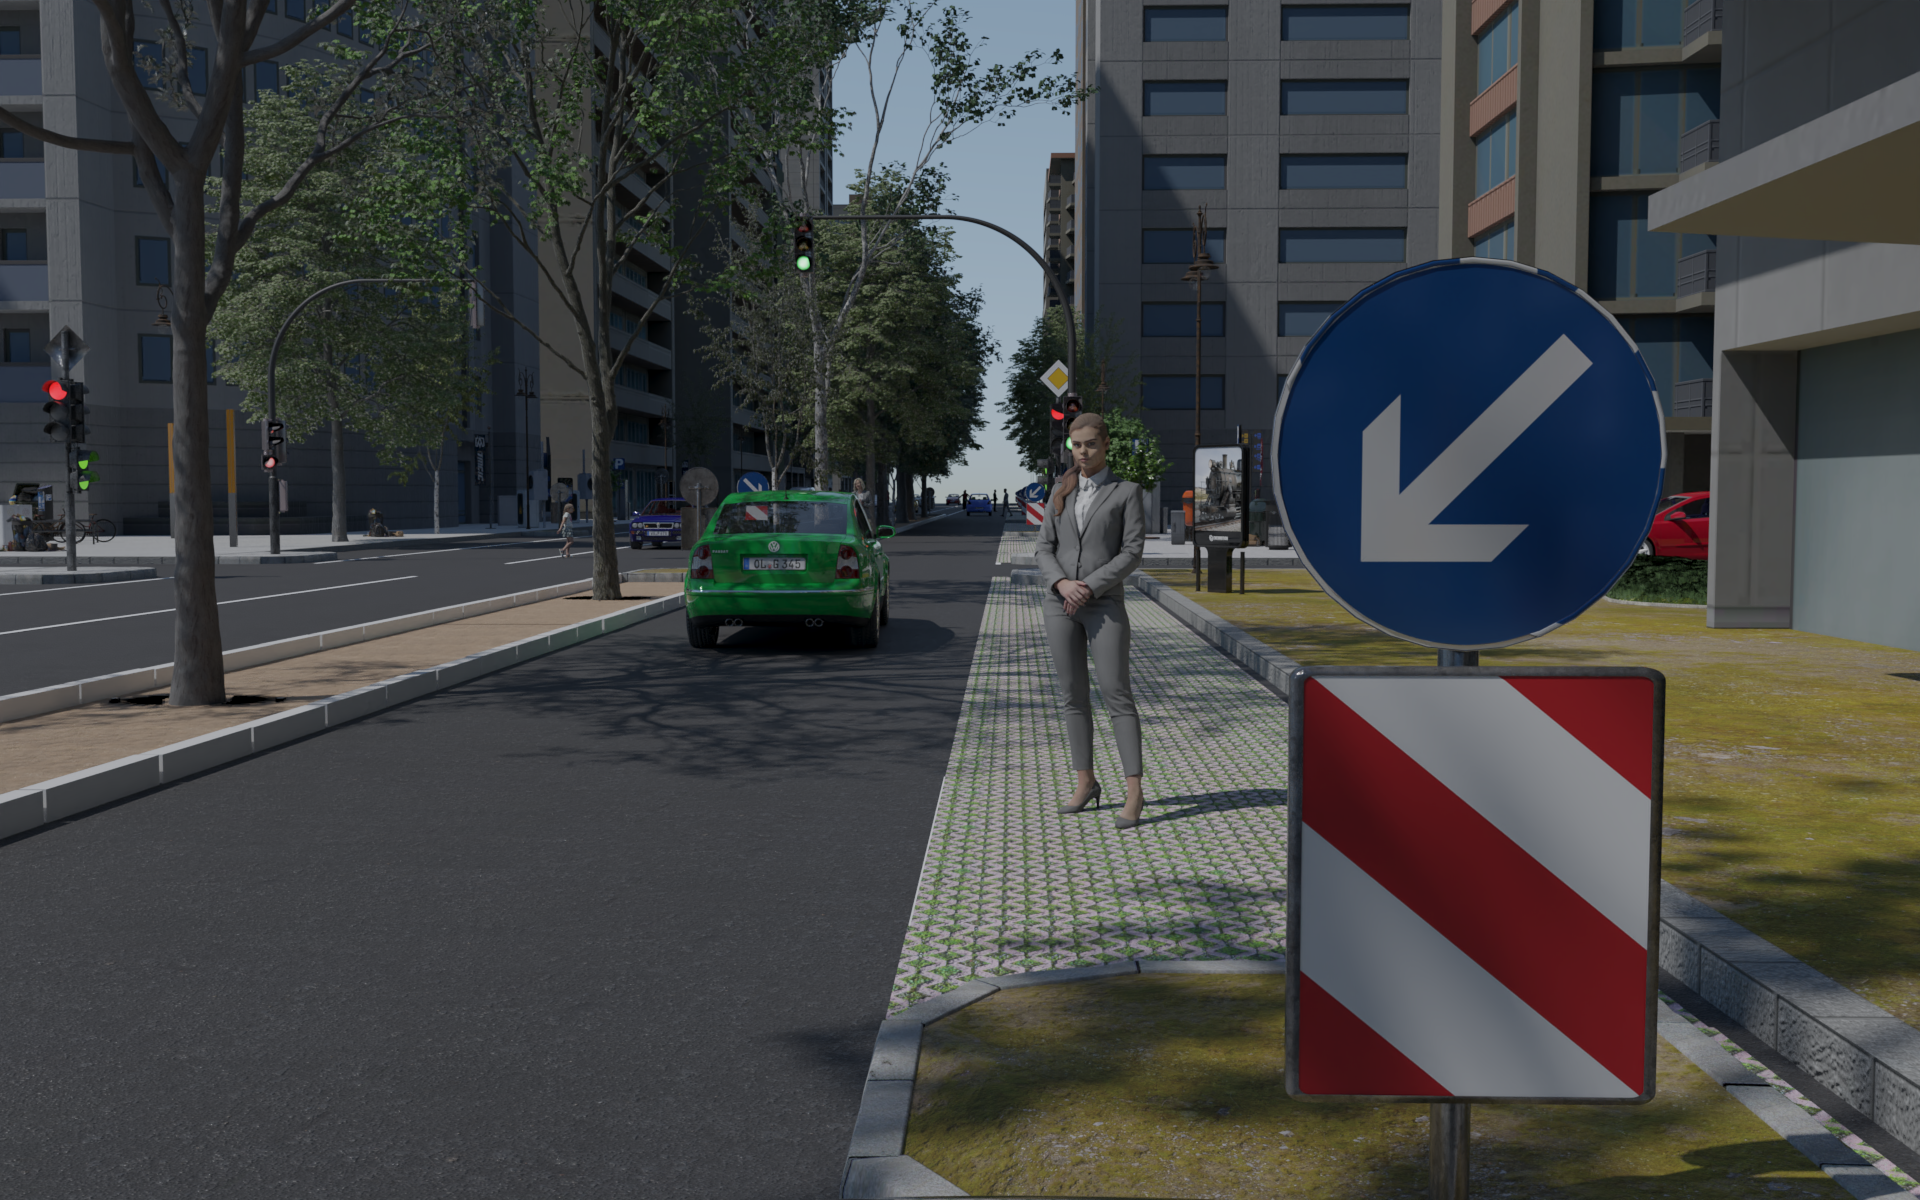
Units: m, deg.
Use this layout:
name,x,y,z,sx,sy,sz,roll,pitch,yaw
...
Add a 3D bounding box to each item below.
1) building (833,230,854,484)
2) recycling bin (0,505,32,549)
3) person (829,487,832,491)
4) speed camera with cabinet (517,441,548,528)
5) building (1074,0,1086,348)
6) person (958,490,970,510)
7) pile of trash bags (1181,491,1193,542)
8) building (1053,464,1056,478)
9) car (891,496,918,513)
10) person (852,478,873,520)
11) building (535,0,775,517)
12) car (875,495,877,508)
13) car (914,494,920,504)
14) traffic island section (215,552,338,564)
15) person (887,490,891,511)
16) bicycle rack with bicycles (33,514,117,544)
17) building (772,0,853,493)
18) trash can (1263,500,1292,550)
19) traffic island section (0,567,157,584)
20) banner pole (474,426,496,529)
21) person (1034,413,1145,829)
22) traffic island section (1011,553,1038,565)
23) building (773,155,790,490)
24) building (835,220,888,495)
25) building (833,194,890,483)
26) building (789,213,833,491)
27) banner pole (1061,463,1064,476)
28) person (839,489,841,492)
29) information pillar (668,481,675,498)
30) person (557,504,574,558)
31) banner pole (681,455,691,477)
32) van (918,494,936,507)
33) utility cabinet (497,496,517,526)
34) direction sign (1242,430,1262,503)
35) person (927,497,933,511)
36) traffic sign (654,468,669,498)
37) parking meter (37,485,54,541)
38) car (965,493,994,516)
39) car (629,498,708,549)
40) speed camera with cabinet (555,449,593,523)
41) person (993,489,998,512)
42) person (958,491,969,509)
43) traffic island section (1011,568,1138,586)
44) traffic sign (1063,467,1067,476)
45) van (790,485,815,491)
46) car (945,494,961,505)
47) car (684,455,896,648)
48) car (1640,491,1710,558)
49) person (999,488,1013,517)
name,x,y,z,sx,sy,sz,roll,pitch,yaw
building,-28.365,-32.858,229.112,32.217,40.220,23.993,0,4,2
recycling bin,-22.254,-1.713,40.557,0.722,1.027,0.722,2,4,31
person,-7.846,-5.943,105.586,0.656,1.842,0.836,1,4,20
speed camera with cabinet,-16.210,-4.357,65.579,0.660,3.252,2.038,-2,4,-32
building,15.552,-29.138,126.509,14.600,45.320,14.200,0,4,2
person,0.467,-8.890,153.808,1.348,1.831,0.705,1,4,15
pile of trash bags,6.803,-2.257,46.659,1.912,1.369,3.447,2,4,30
building,20.752,-52.363,168.804,22.319,86.520,31.000,0,4,2
car,-4.103,-7.349,130.376,2.015,1.641,3.980,0,4,3
person,-2.285,-1.909,39.893,0.537,1.800,0.526,1,4,9
building,-25.283,-30.519,122.687,21.300,48.544,21.600,0,4,2
car,-7.789,-9.014,159.746,2.083,1.381,4.827,0,4,4
car,-6.001,-13.347,228.006,2.009,1.686,4.222,0,4,0
traffic island section,-14.604,-0.894,36.901,2.009,0.180,2.903,0,4,2
person,-5.905,-8.206,143.390,0.721,1.743,1.217,1,4,14
bicycle rack with bicycles,-23.408,-1.908,44.576,2.925,0.926,2.852,-1,4,-22
building,-23.528,-46.942,205.752,20.563,71.187,20.611,0,4,2
trash can,7.329,-1.721,39.795,0.748,1.137,0.748,0,3,0
traffic island section,-14.844,-0.406,28.920,2.009,0.180,2.903,0,4,2
banner pole,-17.510,-4.510,63.755,0.401,3.779,0.863,3,5,44
person,0.563,0.071,7.611,0.520,1.790,0.573,1,4,11
traffic island section,2.079,-0.863,36.397,2.009,0.180,2.903,0,4,2
building,-22.152,-22.598,141.173,14.160,30.474,14.107,0,4,2
building,-17.797,-34.527,248.115,14.154,41.232,14.086,0,4,2
building,-18.059,-37.432,262.121,14.600,45.320,14.200,0,4,2
building,-20.782,-24.769,176.679,14.160,30.474,14.107,0,4,2
banner pole,5.342,-6.165,90.822,0.401,3.779,0.863,-1,4,-10
person,-9.664,-7.988,139.121,1.348,1.822,0.705,1,4,9
information pillar,-16.100,-5.643,96.756,0.304,2.012,0.304,0,4,5
person,-8.903,-1.566,39.124,0.382,1.210,0.505,-1,4,-10
banner pole,-17.620,-7.459,111.970,0.863,3.779,0.401,1,4,10
van,-3.551,-11.000,186.863,2.013,2.044,4.112,0,4,1
utility cabinet,-18.248,-3.621,70.372,1.020,1.237,0.306,-2,4,-26
direction sign,10.306,-4.244,61.379,0.876,3.537,0.379,3,5,42
person,-2.626,-8.557,148.425,0.705,1.822,1.348,-2,4,-31
traffic sign,-14.799,-5.249,85.933,0.768,2.556,0.104,1,4,9
parking meter,-24.988,-2.380,47.328,0.372,1.533,0.369,0,3,0
car,1.271,-6.419,114.539,1.945,1.707,3.694,0,4,1
car,-7.645,-2.056,46.193,1.945,1.354,3.894,0,4,2
speed camera with cabinet,-16.875,-5.003,76.142,0.660,3.252,2.038,2,4,32
person,2.883,-8.115,141.198,0.705,1.821,1.348,-1,4,-10
person,0.363,-9.563,165.380,1.217,1.766,0.721,1,4,14
traffic island section,1.840,-0.375,28.416,2.009,0.180,2.903,0,4,2
traffic sign,5.027,-4.789,78.404,0.768,2.556,0.104,0,4,6
van,-9.241,-5.711,100.390,2.013,2.044,4.112,0,4,2
car,-0.840,-13.250,225.672,2.155,1.783,4.494,0,4,4
car,-1.648,-0.535,17.541,1.959,1.807,4.718,0,3,0
car,13.748,-1.442,32.611,4.494,1.783,2.155,0,4,3
person,2.934,-6.165,109.566,0.850,1.792,0.678,-1,4,-16
